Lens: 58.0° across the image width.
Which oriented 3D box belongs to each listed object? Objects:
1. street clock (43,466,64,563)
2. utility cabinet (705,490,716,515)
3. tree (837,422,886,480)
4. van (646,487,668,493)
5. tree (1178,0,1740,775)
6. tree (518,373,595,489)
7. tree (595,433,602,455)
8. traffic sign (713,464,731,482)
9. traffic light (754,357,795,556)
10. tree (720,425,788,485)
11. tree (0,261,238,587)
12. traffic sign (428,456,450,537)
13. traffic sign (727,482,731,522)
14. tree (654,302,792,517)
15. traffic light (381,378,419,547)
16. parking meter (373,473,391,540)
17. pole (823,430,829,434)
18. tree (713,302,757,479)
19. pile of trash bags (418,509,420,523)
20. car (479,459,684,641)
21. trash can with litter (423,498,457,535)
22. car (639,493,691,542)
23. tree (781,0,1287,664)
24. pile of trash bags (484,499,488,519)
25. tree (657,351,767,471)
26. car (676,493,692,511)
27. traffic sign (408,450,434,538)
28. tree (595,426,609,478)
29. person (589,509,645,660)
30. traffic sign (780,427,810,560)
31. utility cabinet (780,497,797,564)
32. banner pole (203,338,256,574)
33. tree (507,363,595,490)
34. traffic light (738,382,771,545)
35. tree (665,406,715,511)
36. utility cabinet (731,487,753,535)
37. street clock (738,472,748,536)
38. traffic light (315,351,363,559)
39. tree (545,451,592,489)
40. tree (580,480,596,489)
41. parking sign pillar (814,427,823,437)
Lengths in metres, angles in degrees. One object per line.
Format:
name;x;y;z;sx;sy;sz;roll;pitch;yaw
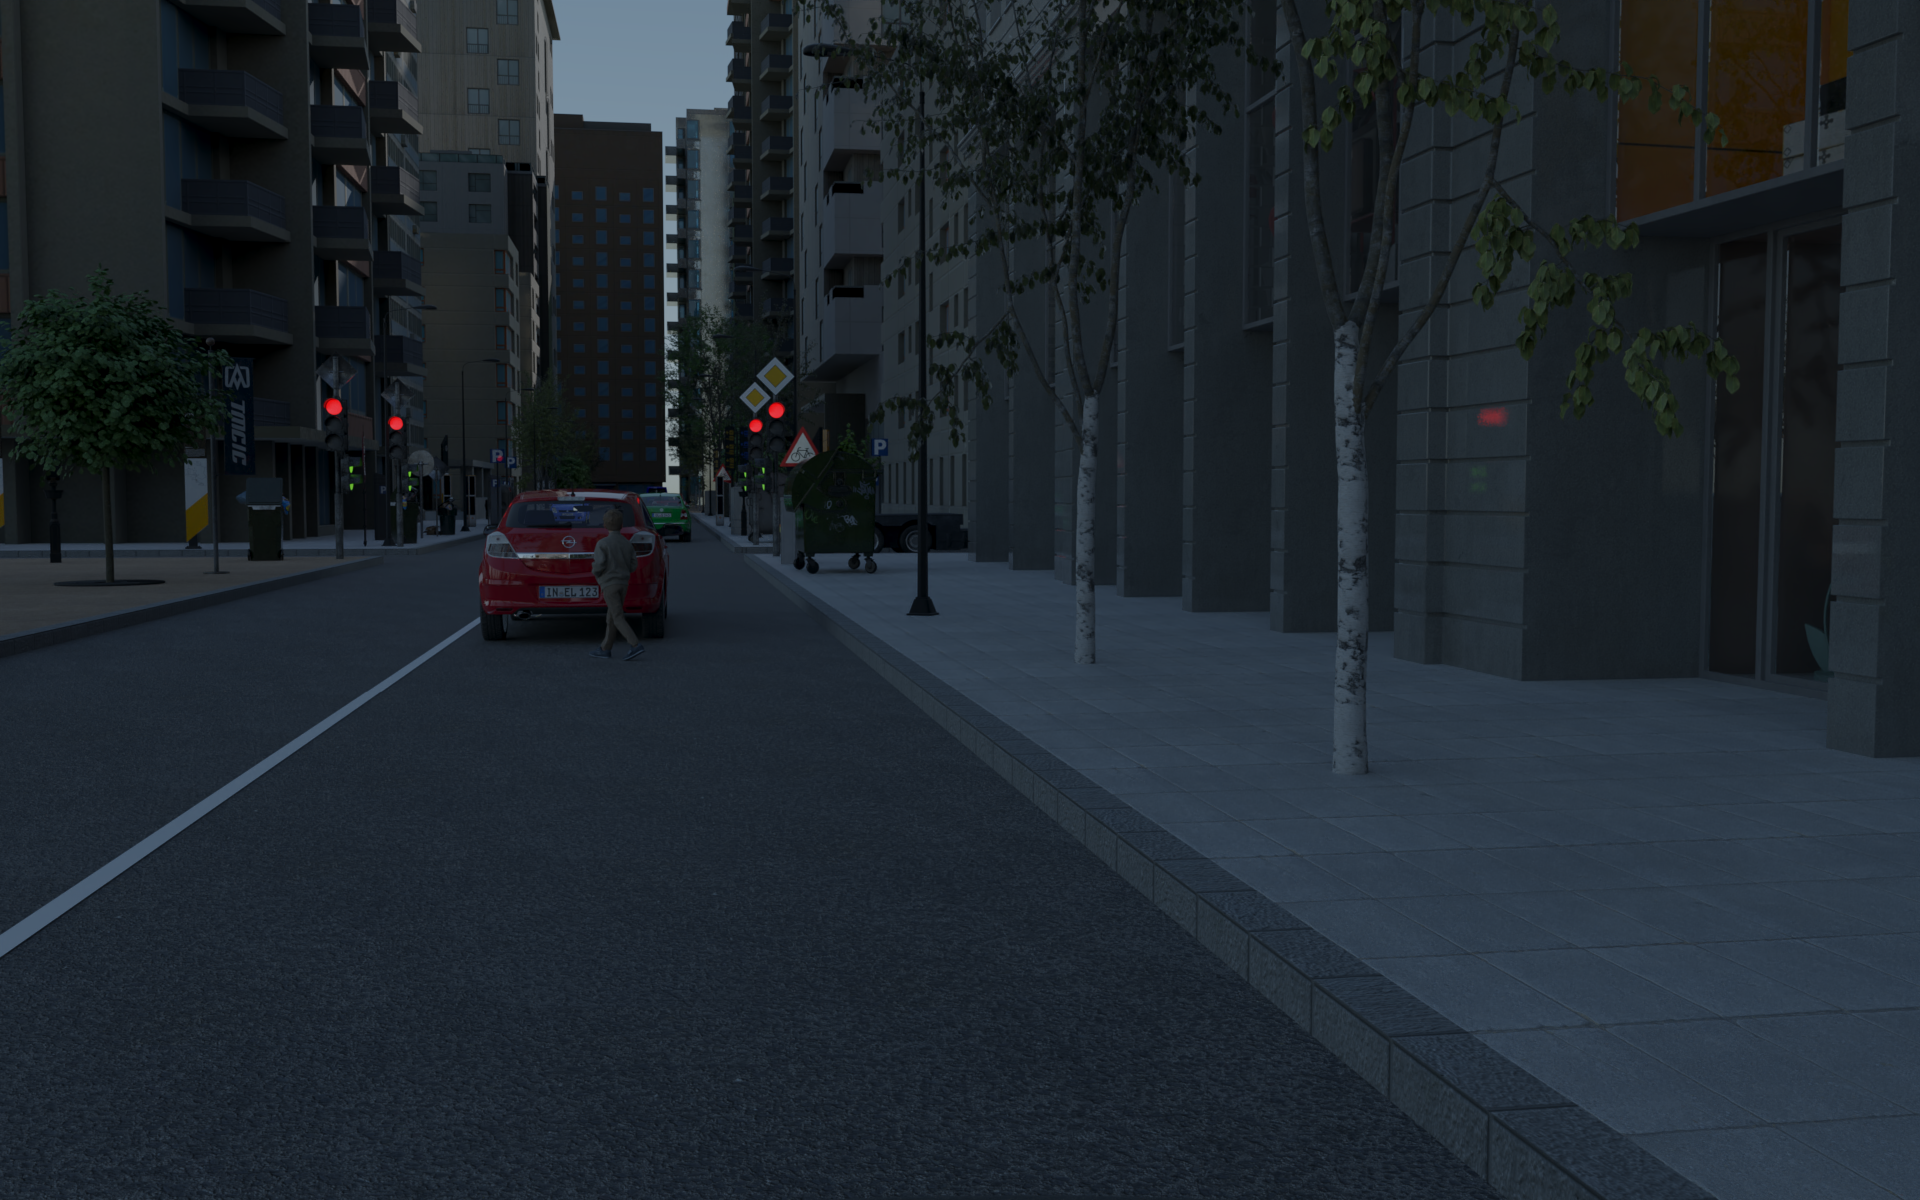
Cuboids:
street clock;-16.876;-1.694;32.270;0.358;2.002;0.471;-2;4;-26
utility cabinet;-14.887;-5.783;103.227;0.318;1.500;1.173;1;4;13
tree;-3.069;-3.197;46.865;1.663;3.219;1.824;0;3;0
van;-25.722;-8.718;146.931;2.240;2.365;5.245;-1;4;-11
tree;1.831;-3.494;7.493;4.737;8.622;4.395;0;3;0
tree;-24.718;-9.436;104.642;4.360;8.622;3.978;0;3;0
tree;-30.556;-11.380;136.430;4.737;8.622;4.395;0;3;0
traffic sign;-10.141;-4.535;74.151;0.884;2.594;0.081;0;4;-8
traffic light;-3.802;-2.853;35.566;0.839;4.253;0.868;-1;4;-10
tree;-9.167;-5.707;77.017;4.285;4.588;4.351;0;3;0
tree;-12.202;-2.501;24.599;4.285;4.588;4.351;0;3;0
traffic sign;-15.794;-3.124;52.266;0.795;2.450;0.064;0;4;-7
traffic sign;-10.700;-4.923;80.604;0.768;2.556;0.104;0;4;-8
tree;-13.064;-10.376;95.401;9.928;11.665;9.643;0;3;0
traffic light;-13.584;-3.245;41.983;0.839;4.253;0.868;-1;4;-10
parking meter;-16.034;-2.591;48.067;0.399;1.863;0.255;-3;5;-43
pole;-4.240;-3.738;54.956;0.158;3.312;0.155;0;3;0
tree;-7.202;-6.913;63.390;4.360;8.622;3.978;0;3;0
pile of trash bags;-26.001;-4.159;77.745;3.447;1.369;1.912;-1;4;-20
car;-4.043;-0.580;18.528;2.155;1.783;4.494;-1;4;-9
trash can with litter;-16.243;-2.611;54.071;1.055;1.170;0.624;1;4;10
car;-9.174;-2.696;52.879;1.959;1.807;4.718;-1;4;-11
tree;0.862;-3.838;13.112;4.360;8.622;3.978;0;3;0
pile of trash bags;-23.167;-4.781;87.921;1.912;1.369;3.447;-2;4;-23
tree;-15.550;-10.736;109.939;7.601;10.594;8.767;0;4;4
car;-14.558;-4.762;86.893;2.155;1.783;4.494;0;4;-8
traffic sign;-15.565;-3.053;50.030;0.768;2.556;0.104;0;4;-1
tree;-37.308;-13.645;173.459;4.360;8.622;3.978;0;3;0
person;-2.993;-0.135;14.972;0.640;1.303;0.475;2;4;25
traffic sign;-3.035;-2.048;33.495;0.884;2.594;0.081;0;4;-7
utility cabinet;-3.163;-1.281;32.101;0.306;1.237;1.020;0;4;-5
banner pole;-11.794;-2.320;27.941;0.863;3.779;0.401;-2;4;-29
tree;-23.675;-9.045;98.250;4.737;8.622;4.395;0;3;0
traffic light;-5.148;-3.334;43.437;0.839;4.253;0.868;-1;4;-10
tree;-20.042;-11.098;131.813;4.737;8.622;4.395;0;3;0
utility cabinet;-6.578;-2.784;54.193;1.173;1.500;0.318;-2;4;-31
street clock;-6.649;-2.979;53.270;0.358;2.002;0.471;0;4;-7
traffic light;-12.238;-2.764;34.112;0.839;4.253;0.868;-1;4;-10
tree;-28.282;-8.632;124.846;4.285;4.588;4.351;0;3;0
tree;-39.760;-11.710;186.064;1.663;3.219;1.824;0;3;0
parking sign pillar;-5.758;-5.007;70.337;1.447;3.967;1.447;-2;4;-27
